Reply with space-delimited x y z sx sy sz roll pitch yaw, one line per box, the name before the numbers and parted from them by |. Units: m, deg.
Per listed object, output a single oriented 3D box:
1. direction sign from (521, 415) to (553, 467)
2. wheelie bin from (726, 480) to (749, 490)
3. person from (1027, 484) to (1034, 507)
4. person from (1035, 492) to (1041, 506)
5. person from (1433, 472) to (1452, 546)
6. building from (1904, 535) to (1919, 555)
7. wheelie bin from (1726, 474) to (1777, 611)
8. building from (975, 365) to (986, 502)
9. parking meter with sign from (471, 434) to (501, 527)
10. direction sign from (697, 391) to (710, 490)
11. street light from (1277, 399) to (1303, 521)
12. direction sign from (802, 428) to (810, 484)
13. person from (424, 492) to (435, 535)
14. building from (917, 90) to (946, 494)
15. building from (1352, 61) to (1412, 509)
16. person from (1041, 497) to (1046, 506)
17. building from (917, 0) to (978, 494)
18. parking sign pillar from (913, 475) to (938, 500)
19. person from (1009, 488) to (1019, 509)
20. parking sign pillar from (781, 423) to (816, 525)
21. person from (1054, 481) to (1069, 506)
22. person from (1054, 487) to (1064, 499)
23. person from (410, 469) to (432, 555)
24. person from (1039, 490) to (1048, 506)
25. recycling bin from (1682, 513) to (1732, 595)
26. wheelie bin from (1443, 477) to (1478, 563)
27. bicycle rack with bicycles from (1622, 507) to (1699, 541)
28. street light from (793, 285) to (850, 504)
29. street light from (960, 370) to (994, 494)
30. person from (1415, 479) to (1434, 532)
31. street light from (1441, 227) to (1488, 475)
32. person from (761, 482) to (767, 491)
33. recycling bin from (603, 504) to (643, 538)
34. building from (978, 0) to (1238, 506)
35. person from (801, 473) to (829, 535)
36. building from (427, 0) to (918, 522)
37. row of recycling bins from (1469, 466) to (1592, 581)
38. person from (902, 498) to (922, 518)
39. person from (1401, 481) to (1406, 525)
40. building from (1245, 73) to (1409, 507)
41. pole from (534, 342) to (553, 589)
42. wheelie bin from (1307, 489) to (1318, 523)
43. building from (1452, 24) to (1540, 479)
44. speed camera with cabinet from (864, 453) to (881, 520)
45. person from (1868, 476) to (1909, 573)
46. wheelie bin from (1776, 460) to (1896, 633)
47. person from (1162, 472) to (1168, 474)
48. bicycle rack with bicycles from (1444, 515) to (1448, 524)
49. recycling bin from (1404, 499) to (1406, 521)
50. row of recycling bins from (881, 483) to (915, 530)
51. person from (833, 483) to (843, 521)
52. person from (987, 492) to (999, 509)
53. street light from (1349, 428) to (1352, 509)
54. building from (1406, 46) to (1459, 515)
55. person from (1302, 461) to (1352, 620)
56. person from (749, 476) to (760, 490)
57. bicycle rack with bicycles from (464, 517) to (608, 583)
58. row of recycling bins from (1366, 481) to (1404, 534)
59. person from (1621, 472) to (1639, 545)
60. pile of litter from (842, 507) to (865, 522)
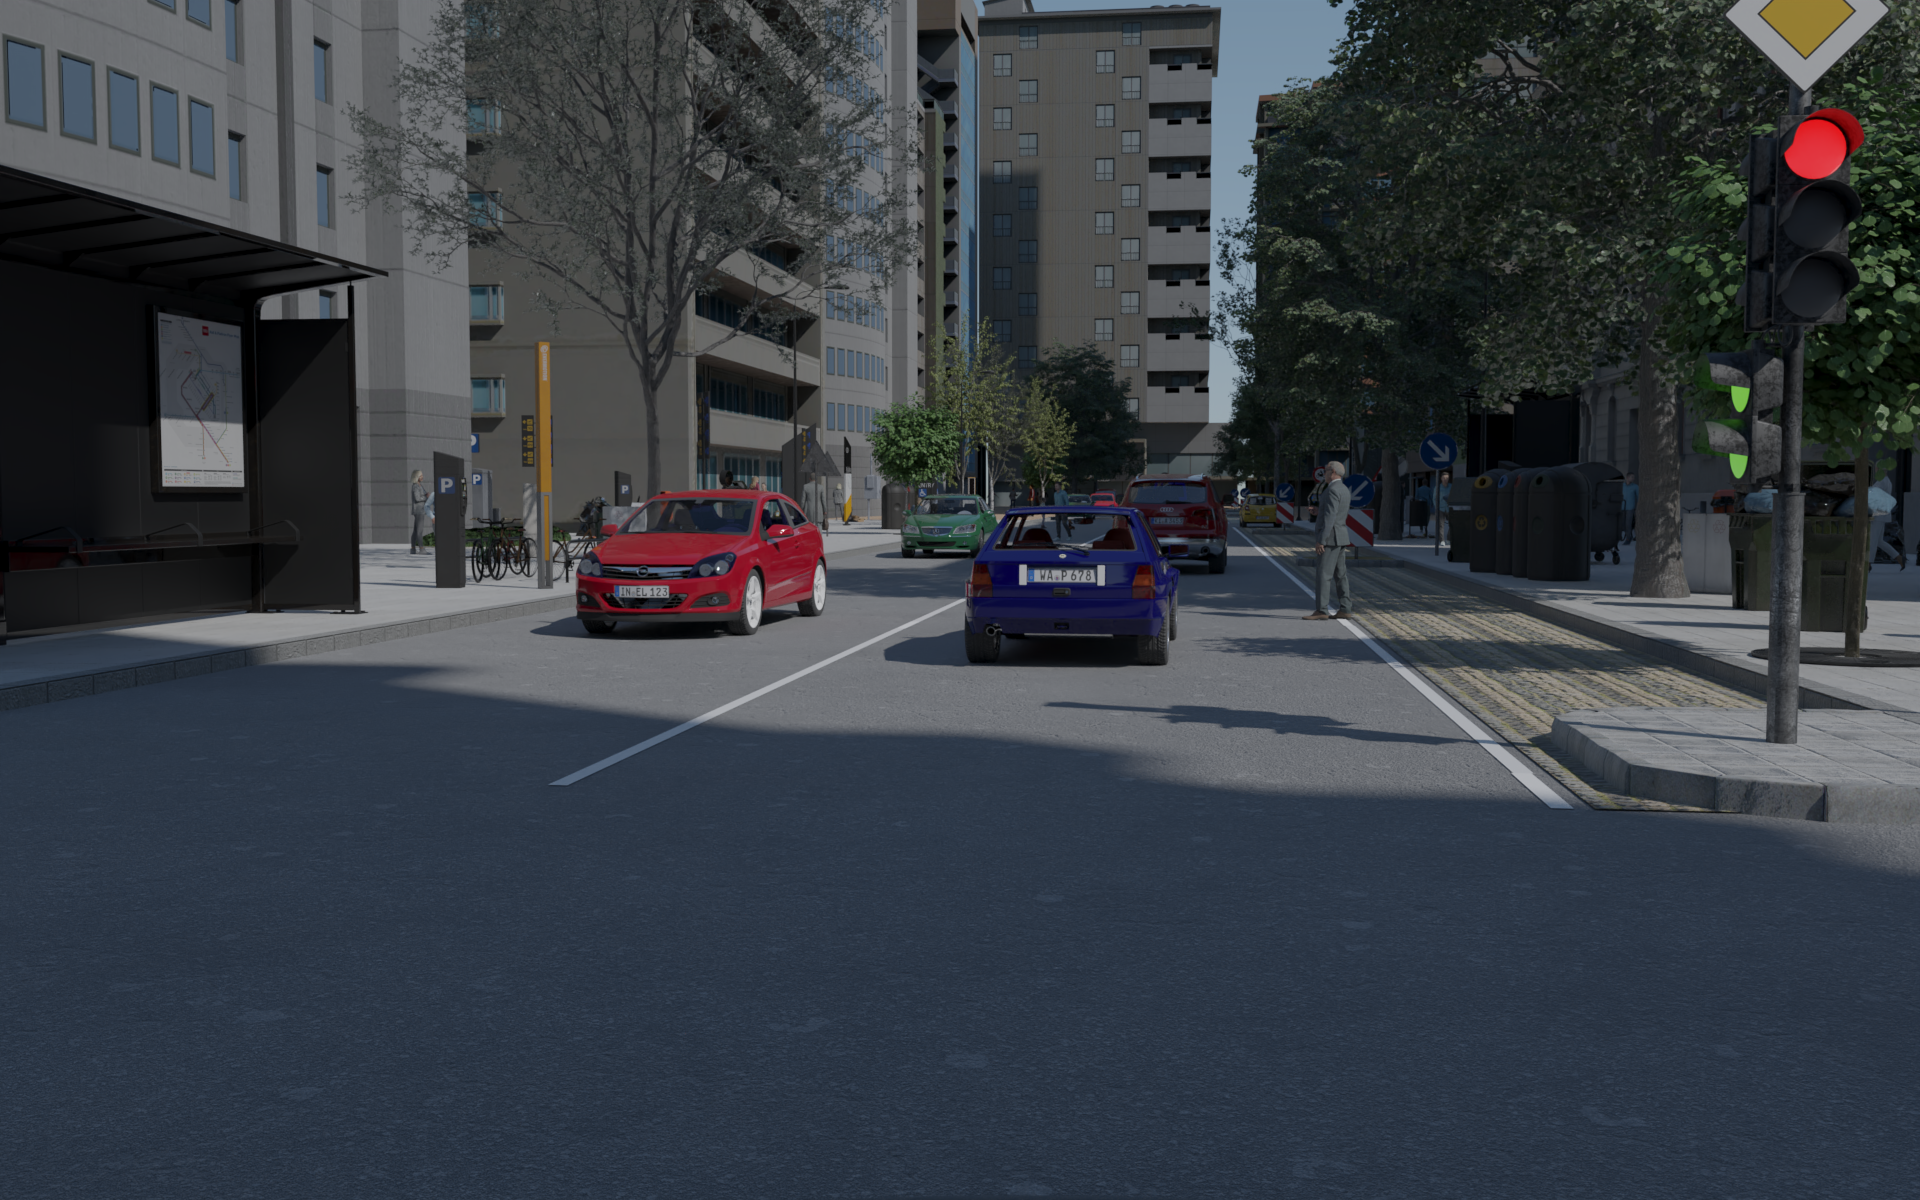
direction sign | -12.133 -3.534 49.785 0.876 3.537 0.379 0 4 -5
wheelie bin | -5.154 -1.988 40.415 0.693 1.594 0.980 -2 4 -29
person | 4.015 -5.622 97.928 0.705 1.831 1.348 0 4 -6
person | 5.514 -6.916 122.382 0.557 1.426 1.065 2 4 26
person | 12.109 -2.267 43.130 0.660 1.820 0.620 0 4 3
building | 27.837 -15.792 45.586 14.401 28.519 23.554 0 4 8
wheelie bin | 8.903 -0.687 19.142 0.693 1.594 0.980 0 4 0
building | -12.925 -53.623 189.408 31.000 86.520 22.319 0 4 8
parking meter with sign | -14.033 -3.341 50.887 0.543 3.016 1.738 0 4 8
direction sign | -5.703 -2.849 38.586 0.379 3.537 0.876 -2 4 -25
street light | 15.729 -6.756 83.005 1.470 5.913 1.316 0 4 8
direction sign | -5.301 -4.143 59.735 0.379 3.537 0.876 1 4 13
person | -8.867 -1.335 29.683 0.589 1.601 0.330 -2 4 -26
building | -8.951 -21.424 121.984 14.160 30.474 14.107 0 4 8
building | 42.669 -49.970 129.687 22.319 86.520 31.000 0 4 8
person | 3.499 -3.647 72.405 0.394 1.301 0.425 -2 4 -35
building | -6.410 -30.326 145.948 14.200 45.320 14.600 0 4 8
parking sign pillar | -1.635 -5.386 76.535 1.447 3.967 1.447 0 4 5
person | 4.355 -8.149 139.808 0.617 1.759 0.750 2 4 28
parking sign pillar | -6.080 -4.697 65.270 1.447 3.967 1.447 -1 4 -14
person | 3.160 -2.736 53.248 0.620 1.820 0.660 -3 5 -42
person | 6.716 -6.658 115.416 0.721 1.766 1.217 -3 5 -43
person | -11.419 -1.867 36.747 0.526 1.800 0.537 0 4 1
person | 6.361 -7.638 131.754 0.721 1.723 1.217 3 4 38
recycling bin | 9.907 -0.611 22.536 0.722 1.027 0.722 -2 4 -35
wheelie bin | 9.540 -1.505 32.519 0.980 1.594 0.693 3 4 36
bicycle rack with bicycles | 19.001 -2.070 47.231 2.925 0.926 2.852 -2 4 -29
street light | -3.135 -4.035 38.519 1.470 5.913 1.316 0 4 8
street light | 0.594 -5.671 65.254 1.470 5.913 1.316 0 4 8
person | 15.477 -3.143 57.768 0.601 1.785 0.444 1 4 22
street light | 8.493 -3.510 29.922 1.470 5.913 1.316 0 4 8
person | -7.035 -3.371 62.161 0.512 1.701 0.522 1 4 21
recycling bin | -6.763 -1.365 34.877 0.722 1.027 0.722 -2 4 -24
building | 16.556 -36.756 190.204 27.495 52.752 28.713 0 4 8
person | -3.664 -2.300 43.755 0.694 1.812 0.767 0 4 -5
building | -15.076 -34.165 100.591 21.231 58.520 28.212 0 4 8
row of recycling bins | 8.917 -1.223 27.105 1.069 1.692 3.534 0 4 -1
person | -1.581 -3.062 61.602 1.012 1.151 0.738 1 4 10
person | 18.108 -4.004 71.529 0.620 1.820 0.660 -1 4 -21
building | 44.009 -32.328 183.182 28.867 44.769 22.147 0 4 8
pole | -5.615 -1.805 23.362 0.158 3.312 0.155 0 3 0
wheelie bin | 15.984 -4.276 77.819 0.693 1.594 0.980 0 4 5
building | 34.337 -25.163 95.017 14.154 41.232 14.086 0 4 8
speed camera with cabinet | -3.610 -5.505 84.345 2.038 3.252 0.660 1 4 17
person | 14.949 -1.352 28.028 0.818 1.842 0.514 1 4 16
wheelie bin | 8.197 -0.508 16.208 0.980 1.594 0.693 2 4 24
person | 4.460 -1.823 37.673 0.474 1.900 0.648 2 4 30
bicycle rack with bicycles | 23.568 -4.013 79.001 2.925 0.926 2.852 1 4 11
recycling bin | 20.935 -4.237 81.832 0.722 1.027 0.722 -1 4 -18
row of recycling bins | -2.323 -3.500 64.342 1.069 1.692 3.534 0 4 6
person | -5.889 -4.742 83.755 0.537 1.800 0.526 1 4 18
person | 2.747 -8.484 145.469 1.217 1.743 0.721 3 4 36
street light | 12.184 -5.132 56.454 1.470 5.913 1.316 0 4 8
building | 36.309 -28.069 109.040 14.600 45.320 14.200 0 4 8
person | 4.176 -0.679 19.772 0.590 1.801 0.661 2 4 30
person | -6.310 -2.890 53.277 0.573 1.828 0.580 -2 4 -29
bicycle rack with bicycles | -6.409 -0.772 26.007 2.852 0.926 2.925 1 4 20
row of recycling bins | 14.014 -3.044 56.877 1.069 1.692 3.534 1 4 21
person | 16.827 -2.300 43.507 0.748 1.841 0.638 -3 5 -40
pile of litter | -4.936 -4.043 80.061 1.176 0.858 1.719 1 4 12
